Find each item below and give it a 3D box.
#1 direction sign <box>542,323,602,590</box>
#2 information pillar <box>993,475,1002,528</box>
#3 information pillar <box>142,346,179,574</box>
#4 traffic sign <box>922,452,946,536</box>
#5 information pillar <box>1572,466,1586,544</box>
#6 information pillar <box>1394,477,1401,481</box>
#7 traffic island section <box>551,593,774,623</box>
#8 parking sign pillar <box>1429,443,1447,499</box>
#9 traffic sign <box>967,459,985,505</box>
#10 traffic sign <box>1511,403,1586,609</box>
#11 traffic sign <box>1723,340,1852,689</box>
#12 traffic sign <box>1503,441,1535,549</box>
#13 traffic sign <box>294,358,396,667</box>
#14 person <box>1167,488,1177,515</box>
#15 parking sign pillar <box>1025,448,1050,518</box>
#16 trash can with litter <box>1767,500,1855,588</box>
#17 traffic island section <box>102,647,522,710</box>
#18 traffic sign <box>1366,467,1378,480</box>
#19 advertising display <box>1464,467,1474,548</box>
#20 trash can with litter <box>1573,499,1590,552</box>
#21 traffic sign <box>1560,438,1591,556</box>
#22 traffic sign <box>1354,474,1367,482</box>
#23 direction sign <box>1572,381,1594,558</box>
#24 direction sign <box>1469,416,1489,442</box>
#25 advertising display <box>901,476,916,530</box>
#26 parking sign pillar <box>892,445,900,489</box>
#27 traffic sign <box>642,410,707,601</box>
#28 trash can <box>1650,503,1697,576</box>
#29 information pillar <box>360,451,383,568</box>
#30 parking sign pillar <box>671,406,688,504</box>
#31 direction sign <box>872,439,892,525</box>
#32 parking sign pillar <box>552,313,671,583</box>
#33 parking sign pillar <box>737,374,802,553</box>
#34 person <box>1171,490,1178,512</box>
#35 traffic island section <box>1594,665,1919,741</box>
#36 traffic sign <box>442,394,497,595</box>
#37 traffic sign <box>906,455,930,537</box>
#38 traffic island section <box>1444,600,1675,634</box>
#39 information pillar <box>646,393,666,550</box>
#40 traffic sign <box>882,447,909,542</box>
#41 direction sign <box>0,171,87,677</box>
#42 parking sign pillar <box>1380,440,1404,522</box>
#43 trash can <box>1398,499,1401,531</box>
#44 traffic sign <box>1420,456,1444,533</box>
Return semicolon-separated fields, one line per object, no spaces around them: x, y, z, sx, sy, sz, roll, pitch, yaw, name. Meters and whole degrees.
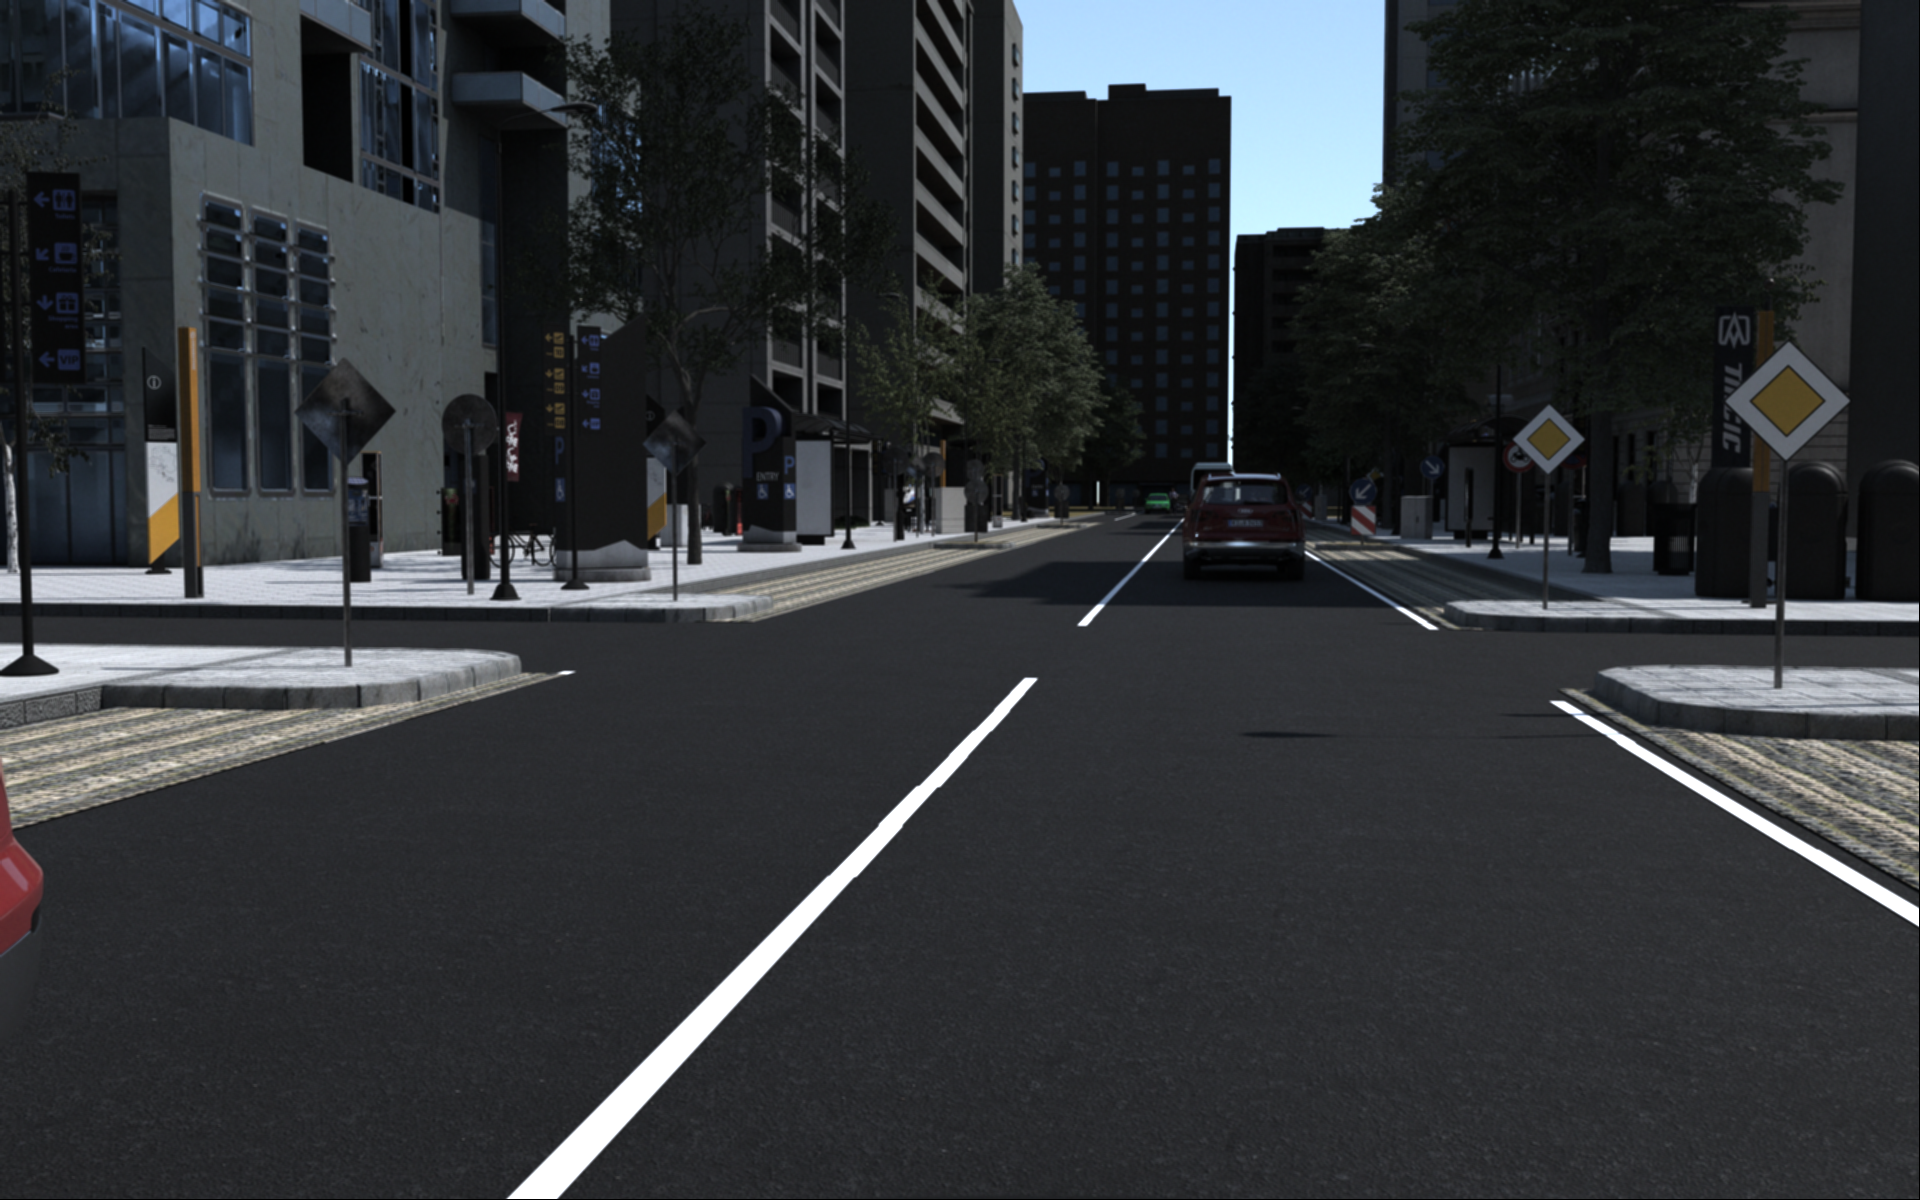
-5.188;-1.911;23.242;0.876;3.537;0.379;-3;5;-43;direction sign
1.423;-3.745;65.728;0.304;2.012;0.304;-1;4;-19;information pillar
-12.812;-2.226;27.752;0.183;3.616;0.504;3;5;42;information pillar
-0.820;-3.200;52.433;0.768;2.556;0.104;1;4;14;traffic sign
16.028;-2.465;44.792;0.304;2.012;0.304;3;5;40;information pillar
19.271;-4.398;76.404;0.304;2.012;0.304;0;4;3;information pillar
-3.436;0.092;20.778;2.009;0.180;2.903;0;4;8;traffic island section
24.961;-6.241;90.516;1.447;3.967;1.447;3;4;37;parking sign pillar
0.512;-3.869;63.366;0.768;2.556;0.104;1;4;11;traffic sign
6.528;-0.956;19.276;0.795;2.450;0.064;0;4;8;traffic sign
5.398;-0.473;11.371;0.795;2.450;0.064;0;4;8;traffic sign
13.120;-2.481;40.672;0.768;2.556;0.104;1;4;8;traffic sign
-4.543;-0.561;12.808;0.795;2.450;0.064;0;4;8;traffic sign
14.803;-6.873;120.747;0.709;1.838;0.599;1;4;12;person
4.131;-6.434;93.673;1.447;3.967;1.447;2;4;26;parking sign pillar
11.558;-0.791;23.997;2.233;1.210;1.678;2;4;28;trash can with litter
-4.567;0.575;12.873;2.009;0.180;2.903;0;4;8;traffic island section
17.193;-4.315;71.741;0.795;2.450;0.064;1;4;10;traffic sign
12.284;-2.239;41.820;0.123;1.923;0.974;1;4;12;advertising display
13.850;-1.665;38.614;0.624;1.170;1.055;1;4;14;trash can with litter
12.706;-2.195;35.998;0.768;2.556;0.104;1;4;11;traffic sign
21.383;-5.672;92.839;0.768;2.556;0.104;1;4;10;traffic sign
12.656;-2.624;34.904;0.876;3.537;0.379;-2;4;-28;direction sign
15.051;-3.568;50.329;0.876;3.537;0.379;-3;4;-37;direction sign
-1.842;-3.423;61.176;0.123;1.923;0.974;2;4;27;advertising display
-3.446;-6.427;93.550;1.447;3.967;1.447;0;4;-2;parking sign pillar
-3.412;-1.044;20.713;0.795;2.450;0.064;0;4;8;traffic sign
11.298;-0.962;27.390;0.748;1.137;0.748;0;3;0;trash can
-10.163;-1.556;29.930;0.304;2.012;0.304;-1;4;-9;information pillar
-8.486;-3.821;50.941;1.447;3.967;1.447;1;4;13;parking sign pillar
-3.285;-4.819;70.792;0.876;3.537;0.379;3;5;43;direction sign
-5.316;-2.272;25.624;1.447;3.967;1.447;-3;4;-36;parking sign pillar
-4.252;-3.061;38.514;1.447;3.967;1.447;3;5;39;parking sign pillar
17.126;-7.976;139.442;0.750;1.759;0.617;-2;4;-26;person
5.422;0.663;11.445;2.009;0.180;2.903;0;4;8;traffic island section
-6.253;-1.343;22.057;0.768;2.556;0.104;1;4;13;traffic sign
-1.261;-3.058;51.180;0.795;2.450;0.064;1;4;17;traffic sign
6.553;0.179;19.350;2.009;0.180;2.903;0;4;8;traffic island section
-6.959;-2.942;39.460;0.504;3.616;0.183;0;4;4;information pillar
-1.749;-2.843;46.588;0.768;2.556;0.104;1;4;17;traffic sign
-6.636;-1.238;12.237;0.876;3.537;0.379;-1;4;-11;direction sign
19.977;-5.557;79.325;1.447;3.967;1.447;0;4;0;parking sign pillar
14.234;-2.661;55.166;0.748;1.137;0.748;0;3;0;trash can
15.694;-3.516;57.592;0.768;2.556;0.104;1;4;16;traffic sign
